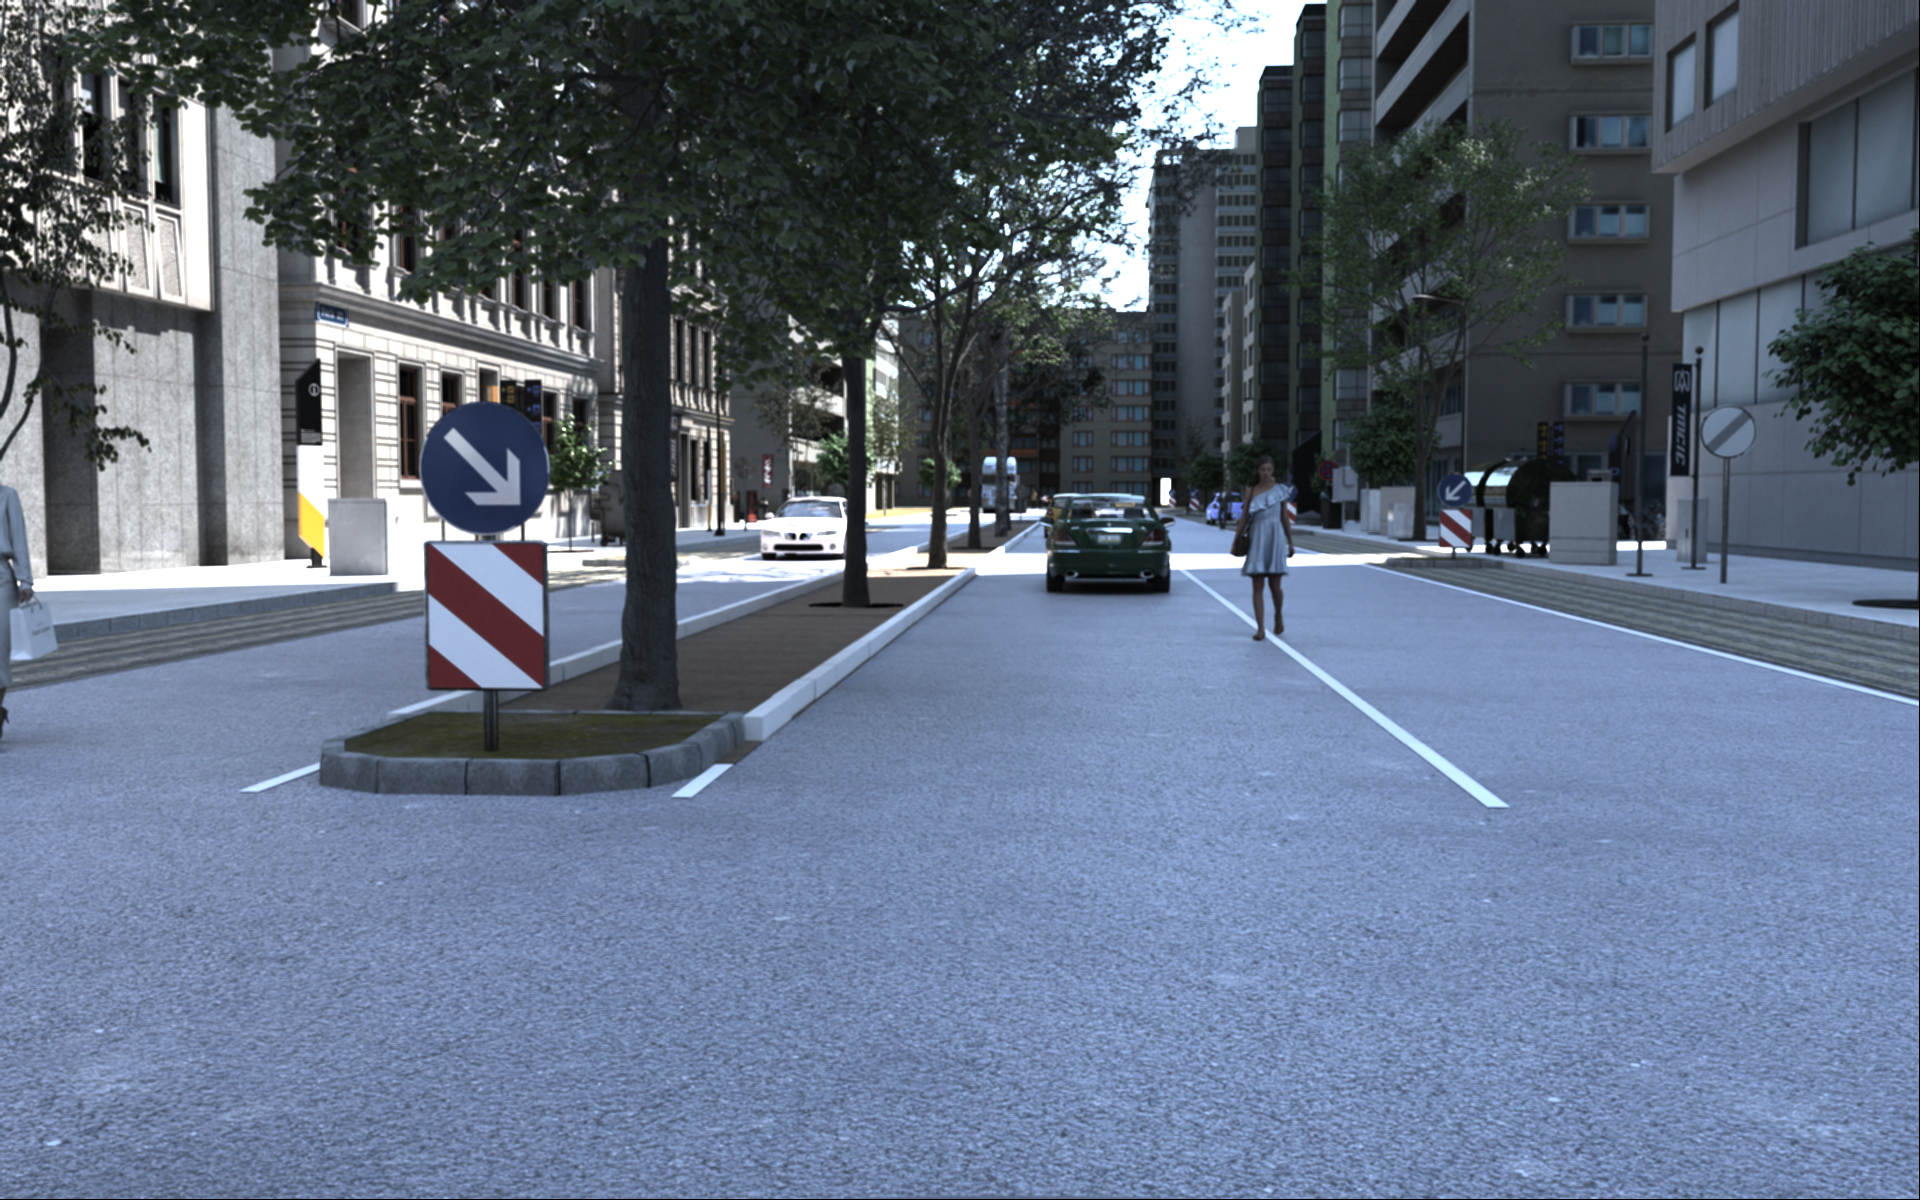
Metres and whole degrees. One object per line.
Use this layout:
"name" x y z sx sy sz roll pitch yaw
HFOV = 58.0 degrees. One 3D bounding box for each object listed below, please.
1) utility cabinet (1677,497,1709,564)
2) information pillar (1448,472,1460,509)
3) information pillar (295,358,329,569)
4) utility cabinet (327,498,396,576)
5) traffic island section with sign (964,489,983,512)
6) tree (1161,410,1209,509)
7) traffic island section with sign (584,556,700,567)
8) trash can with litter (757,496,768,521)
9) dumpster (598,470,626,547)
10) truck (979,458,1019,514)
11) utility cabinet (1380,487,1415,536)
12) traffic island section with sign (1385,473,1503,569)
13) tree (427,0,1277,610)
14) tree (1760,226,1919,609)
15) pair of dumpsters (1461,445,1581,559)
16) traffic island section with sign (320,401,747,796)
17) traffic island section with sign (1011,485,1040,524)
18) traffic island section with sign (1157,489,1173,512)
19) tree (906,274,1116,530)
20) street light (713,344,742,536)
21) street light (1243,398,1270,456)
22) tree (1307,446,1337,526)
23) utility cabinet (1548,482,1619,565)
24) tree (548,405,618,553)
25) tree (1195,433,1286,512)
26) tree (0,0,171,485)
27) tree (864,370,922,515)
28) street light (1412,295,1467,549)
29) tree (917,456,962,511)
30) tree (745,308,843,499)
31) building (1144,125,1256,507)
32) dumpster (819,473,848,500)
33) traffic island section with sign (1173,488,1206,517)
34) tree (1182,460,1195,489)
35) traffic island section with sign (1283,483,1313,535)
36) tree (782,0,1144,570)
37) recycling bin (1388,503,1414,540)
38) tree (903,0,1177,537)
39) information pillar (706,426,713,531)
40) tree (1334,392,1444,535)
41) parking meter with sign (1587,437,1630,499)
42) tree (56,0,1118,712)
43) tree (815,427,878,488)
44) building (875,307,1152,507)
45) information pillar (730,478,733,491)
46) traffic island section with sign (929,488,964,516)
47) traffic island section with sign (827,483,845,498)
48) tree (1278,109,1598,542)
"utility cabinet" 13.702 -1.301 32.430 0.306 1.237 1.020 1 4 8
"information pillar" 16.476 -3.262 57.825 0.304 2.012 0.304 2 4 30
"information pillar" -11.129 -2.344 29.687 0.183 3.616 0.504 2 4 30
"utility cabinet" -9.427 -0.988 27.319 1.020 1.237 0.306 1 4 12
"traffic island section with sign" 0.960 -7.975 139.019 1.989 1.847 2.006 0 4 4
"tree" 19.479 -12.083 147.923 4.360 8.622 3.978 0 3 0
"traffic island section with sign" -6.309 -1.596 34.718 1.989 1.847 2.006 0 4 4
"trash can with litter" -9.648 -4.344 82.415 1.055 1.170 0.624 0 4 -1
"dumpster" -8.154 -2.270 42.870 1.264 1.857 1.865 0 4 4
"truck" 3.303 -8.807 133.756 2.967 4.110 18.799 0 4 3
"utility cabinet" 13.372 -2.684 52.560 1.173 1.500 0.318 2 4 32
"traffic island section with sign" 9.457 -1.554 34.037 1.989 1.847 2.006 0 4 4
"tree" -1.292 -6.637 21.340 12.009 13.543 11.850 0 3 0
"tree" 11.037 -2.207 19.796 4.285 4.588 4.351 0 3 0
"pair of dumpsters" 11.697 -2.072 36.368 1.574 2.255 4.437 0 4 4
"traffic island section with sign" -2.293 -0.064 9.178 2.006 1.907 1.989 0 4 4
"traffic island section with sign" 2.920 -4.648 84.136 2.006 1.907 1.989 0 4 4
"traffic island section with sign" 16.649 -7.871 137.319 1.989 1.847 2.006 0 4 4
"tree" 1.918 -8.015 67.914 8.767 10.594 7.601 0 4 4
"street light" -6.823 -4.906 52.753 1.470 5.913 1.316 0 4 4
"street light" 14.318 -6.785 83.471 1.470 5.913 1.316 0 4 4
"tree" 14.592 -4.605 69.897 1.663 3.219 1.824 0 3 0
"utility cabinet" 11.334 -1.395 31.483 0.318 1.500 1.173 -3 5 -42
"tree" -8.558 -2.639 37.752 1.663 3.219 1.824 0 3 0
"tree" 15.619 -6.642 92.314 4.285 4.588 4.351 0 3 0
"tree" -10.468 -4.171 18.553 4.360 8.622 3.978 0 3 0
"tree" -4.429 -9.390 103.894 4.737 8.622 4.395 0 3 0
"street light" 11.260 -4.164 40.618 1.470 5.913 1.316 0 4 4
"tree" -1.467 -10.175 150.082 4.285 4.588 4.351 0 3 0
"tree" -6.562 -7.186 67.854 4.360 8.622 3.978 0 3 0
"building" 32.043 -30.166 185.096 23.993 40.220 32.217 0 4 4
"dumpster" -5.600 -4.670 78.843 1.502 2.255 1.985 0 4 4
"traffic island section with sign" 14.773 -6.226 110.429 1.989 1.847 2.006 0 4 4
"tree" 18.030 -8.746 126.713 4.285 4.588 4.351 0 3 0
"traffic island section with sign" 11.322 -3.199 60.928 1.989 1.847 2.006 0 4 4
"tree" -0.321 -6.373 32.405 9.928 11.665 9.643 0 3 0
"recycling bin" 12.590 -2.241 49.199 0.722 1.027 0.722 0 4 0
"tree" 0.209 -12.182 57.529 12.611 20.169 13.585 0 3 0
"information pillar" -8.647 -4.182 59.733 0.183 3.616 0.504 0 4 -3
"tree" 13.684 -4.376 55.269 4.285 4.588 4.351 0 3 0
"parking meter with sign" 19.806 -3.515 53.735 1.738 3.016 0.543 1 4 17
"tree" -2.151 -5.565 11.576 7.486 12.596 7.792 0 3 0
"tree" -5.612 -6.176 84.685 4.285 4.588 4.351 0 3 0
"building" 5.390 -20.784 184.853 28.899 21.520 27.650 0 4 4
"information pillar" -10.672 -4.625 80.106 0.304 2.012 0.304 -1 4 -16
"traffic island section with sign" -0.957 -6.296 111.562 1.989 1.847 2.006 0 4 4
"traffic island section with sign" -4.427 -3.247 61.719 1.989 1.847 2.006 0 4 4
"tree" 12.640 -7.395 46.671 9.928 11.665 9.643 0 3 0
